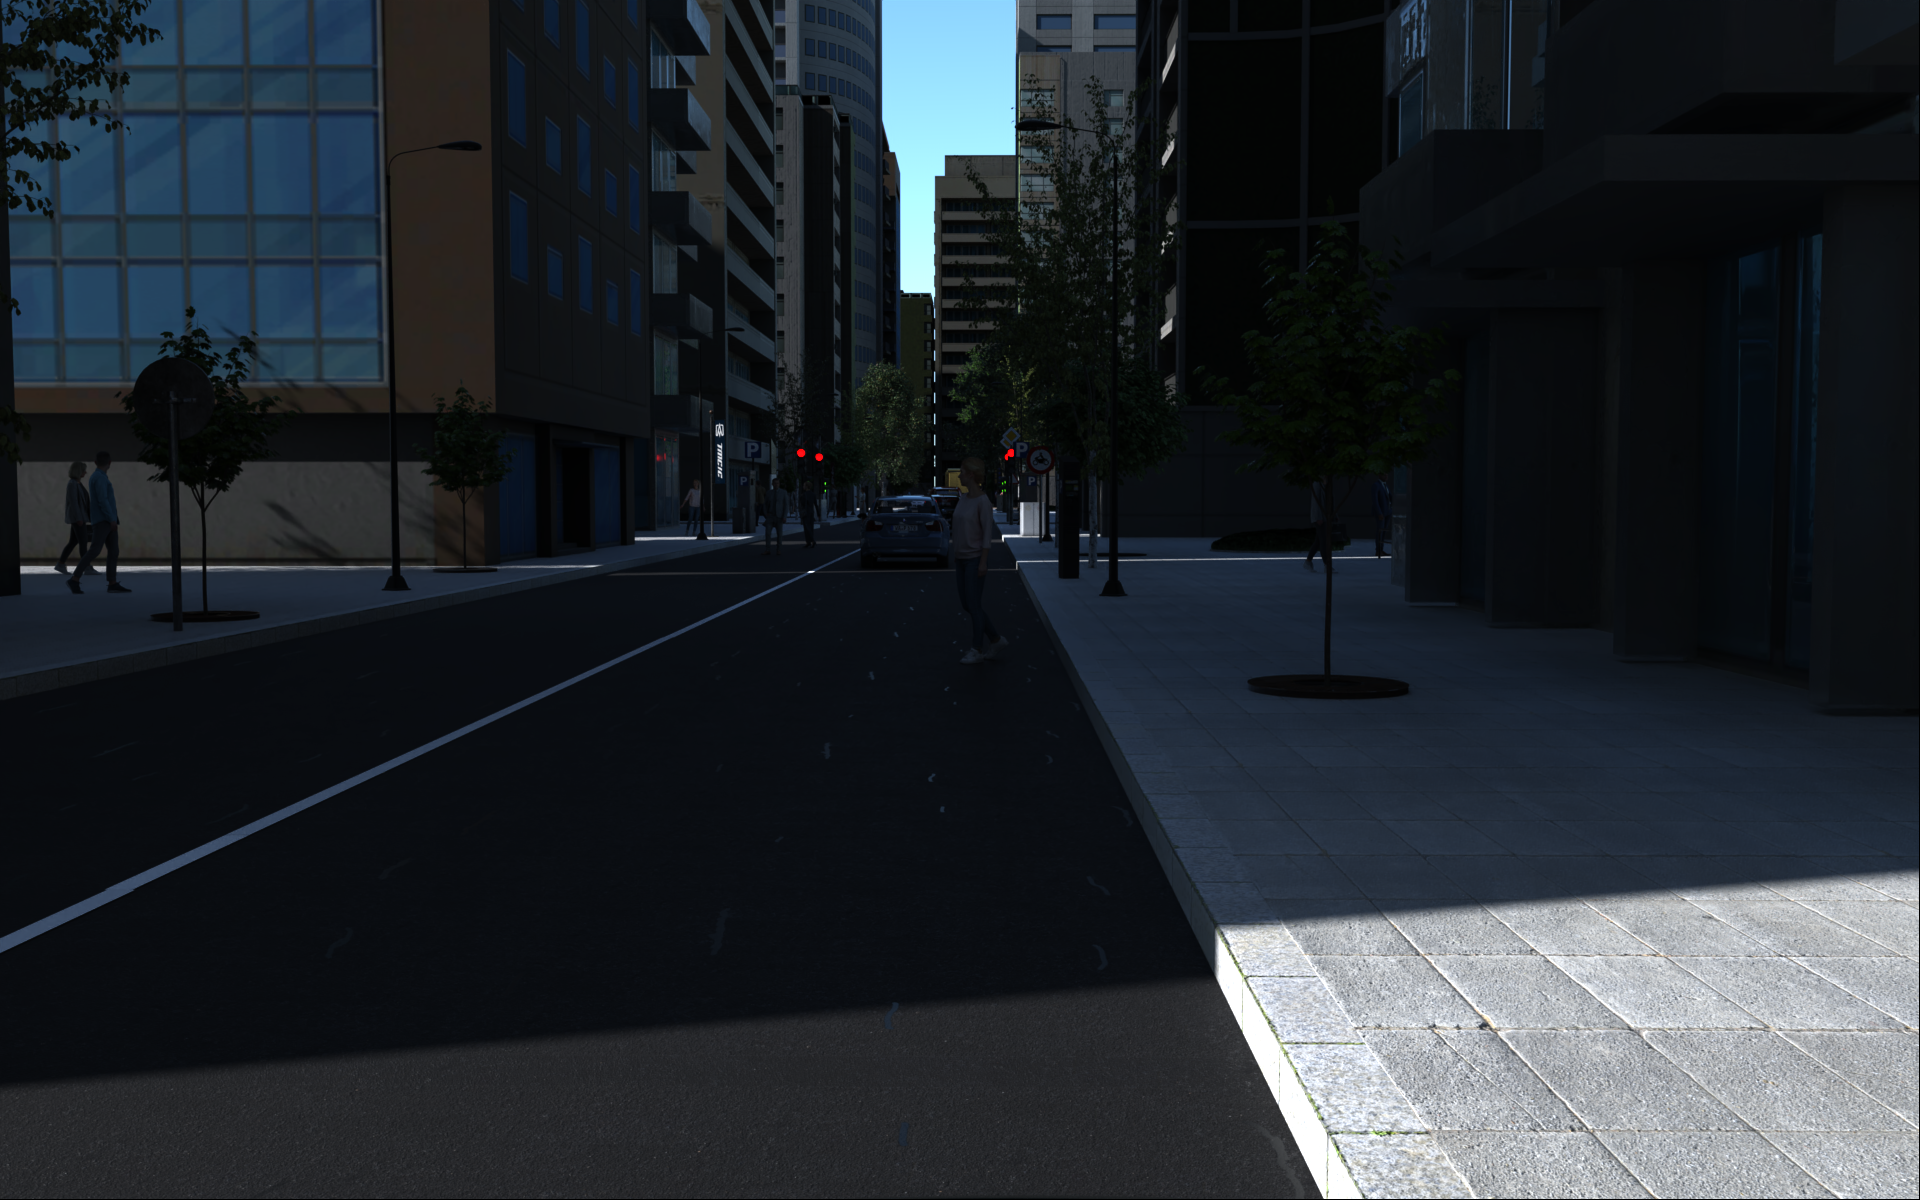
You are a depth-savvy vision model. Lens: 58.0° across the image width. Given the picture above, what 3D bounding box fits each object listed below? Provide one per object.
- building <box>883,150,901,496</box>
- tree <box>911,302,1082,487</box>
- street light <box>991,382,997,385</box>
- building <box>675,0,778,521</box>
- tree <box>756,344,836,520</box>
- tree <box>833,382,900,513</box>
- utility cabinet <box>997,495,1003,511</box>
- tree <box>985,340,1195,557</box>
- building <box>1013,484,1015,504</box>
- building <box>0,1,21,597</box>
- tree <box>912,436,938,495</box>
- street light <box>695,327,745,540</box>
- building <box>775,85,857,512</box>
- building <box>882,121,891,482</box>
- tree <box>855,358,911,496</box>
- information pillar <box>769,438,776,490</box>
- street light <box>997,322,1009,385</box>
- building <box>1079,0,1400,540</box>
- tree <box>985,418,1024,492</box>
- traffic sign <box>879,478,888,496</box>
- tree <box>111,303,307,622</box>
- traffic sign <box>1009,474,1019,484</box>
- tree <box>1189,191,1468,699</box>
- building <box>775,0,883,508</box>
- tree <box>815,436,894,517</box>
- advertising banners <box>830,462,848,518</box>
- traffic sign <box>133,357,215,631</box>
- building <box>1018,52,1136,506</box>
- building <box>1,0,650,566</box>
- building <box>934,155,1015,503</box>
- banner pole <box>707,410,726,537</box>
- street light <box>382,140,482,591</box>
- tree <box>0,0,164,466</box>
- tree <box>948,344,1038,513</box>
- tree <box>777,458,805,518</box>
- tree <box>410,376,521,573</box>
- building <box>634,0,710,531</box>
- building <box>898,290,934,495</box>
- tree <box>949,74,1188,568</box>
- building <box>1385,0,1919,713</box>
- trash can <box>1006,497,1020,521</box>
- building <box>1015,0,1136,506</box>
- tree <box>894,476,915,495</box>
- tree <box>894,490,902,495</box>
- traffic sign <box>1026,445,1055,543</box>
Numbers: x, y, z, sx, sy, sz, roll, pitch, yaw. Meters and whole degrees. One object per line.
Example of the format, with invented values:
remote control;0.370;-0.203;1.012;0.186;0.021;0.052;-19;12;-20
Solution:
building;-15.016;-34.962;221.736;14.200;45.320;14.600;0;4;1
tree;4.033;-11.400;103.398;9.611;12.733;9.660;0;3;0
street light;1.999;-6.077;71.906;1.470;5.913;1.316;0;4;1
building;-21.597;-28.598;91.285;21.300;48.544;21.600;0;4;1
tree;-8.104;-8.272;85.615;4.360;8.622;3.978;0;3;0
tree;-6.373;-10.030;114.350;4.737;8.622;4.395;0;3;0
utility cabinet;3.158;-7.339;131.148;0.306;1.237;1.020;-2;4;-31
tree;3.156;-3.206;36.133;4.285;4.588;4.351;0;3;0
building;20.733;-22.605;214.634;27.650;21.520;28.899;0;4;1
building;-22.758;-23.644;10.275;21.300;48.544;21.600;0;4;1
tree;-5.098;-16.296;216.797;4.360;8.622;3.978;0;3;0
street light;-6.689;-4.636;48.334;1.470;5.913;1.316;0;4;1
building;-15.068;-21.661;125.863;14.160;30.474;14.107;0;4;1
building;-19.345;-33.193;197.329;22.147;44.769;28.867;0;4;1
tree;-6.456;-14.023;146.286;9.611;12.733;9.660;0;3;0
information pillar;-7.878;-4.990;72.935;0.183;3.616;0.504;1;4;20
street light;1.823;-4.535;46.694;1.470;5.913;1.316;0;4;1
building;14.454;-37.627;53.450;20.563;71.187;20.611;0;4;1
tree;4.317;-12.317;151.744;4.360;8.622;3.978;0;3;0
traffic sign;-6.122;-8.459;138.412;0.768;2.556;0.104;0;4;1
tree;-7.875;-1.418;17.788;1.663;3.219;1.824;0;3;0
traffic sign;2.791;-5.706;93.302;0.884;2.594;0.081;0;4;5
tree;2.273;-1.015;11.192;1.663;3.219;1.824;0;3;0
building;-18.798;-38.313;168.415;21.231;58.520;28.212;0;4;1
tree;-6.719;-6.986;97.931;4.285;4.588;4.351;0;3;0
advertising banners;-6.577;-5.974;93.863;0.090;3.025;2.074;-2;4;-29
traffic sign;-7.330;-0.982;16.158;0.768;2.556;0.104;0;4;1
building;12.501;-29.387;164.070;14.154;41.232;14.086;0;4;1
building;-14.911;-23.610;36.137;14.600;45.320;14.200;0;4;1
building;7.167;-38.314;250.130;21.600;48.544;21.300;0;4;1
banner pole;-7.233;-3.761;51.505;0.863;3.779;0.401;3;5;44
street light;-6.981;-3.081;22.921;1.470;5.913;1.316;0;4;1
tree;-8.570;-3.843;13.191;4.737;8.622;4.395;0;3;0
tree;3.030;-11.825;119.086;9.928;11.665;9.643;0;3;0
tree;-9.354;-6.089;94.158;1.663;3.219;1.824;0;3;0
tree;-8.260;-2.069;28.426;1.663;3.219;1.824;0;3;0
building;-24.530;-26.882;59.129;30.456;49.044;23.786;0;4;1
building;-10.715;-29.149;248.291;14.107;30.474;14.160;0;4;1
tree;2.086;-4.854;29.719;4.737;8.622;4.395;0;3;0
building;15.503;-23.892;10.236;23.786;49.044;30.456;0;4;1
trash can;2.534;-4.277;81.577;0.748;1.137;0.748;0;3;0
building;16.397;-39.315;184.807;21.231;58.520;28.212;0;4;1
tree;-6.007;-11.936;178.864;4.285;4.588;4.351;0;3;0
tree;-6.719;-11.915;189.411;1.663;3.219;1.824;0;3;0
traffic sign;2.109;-2.758;45.202;0.768;2.556;0.104;1;4;9
